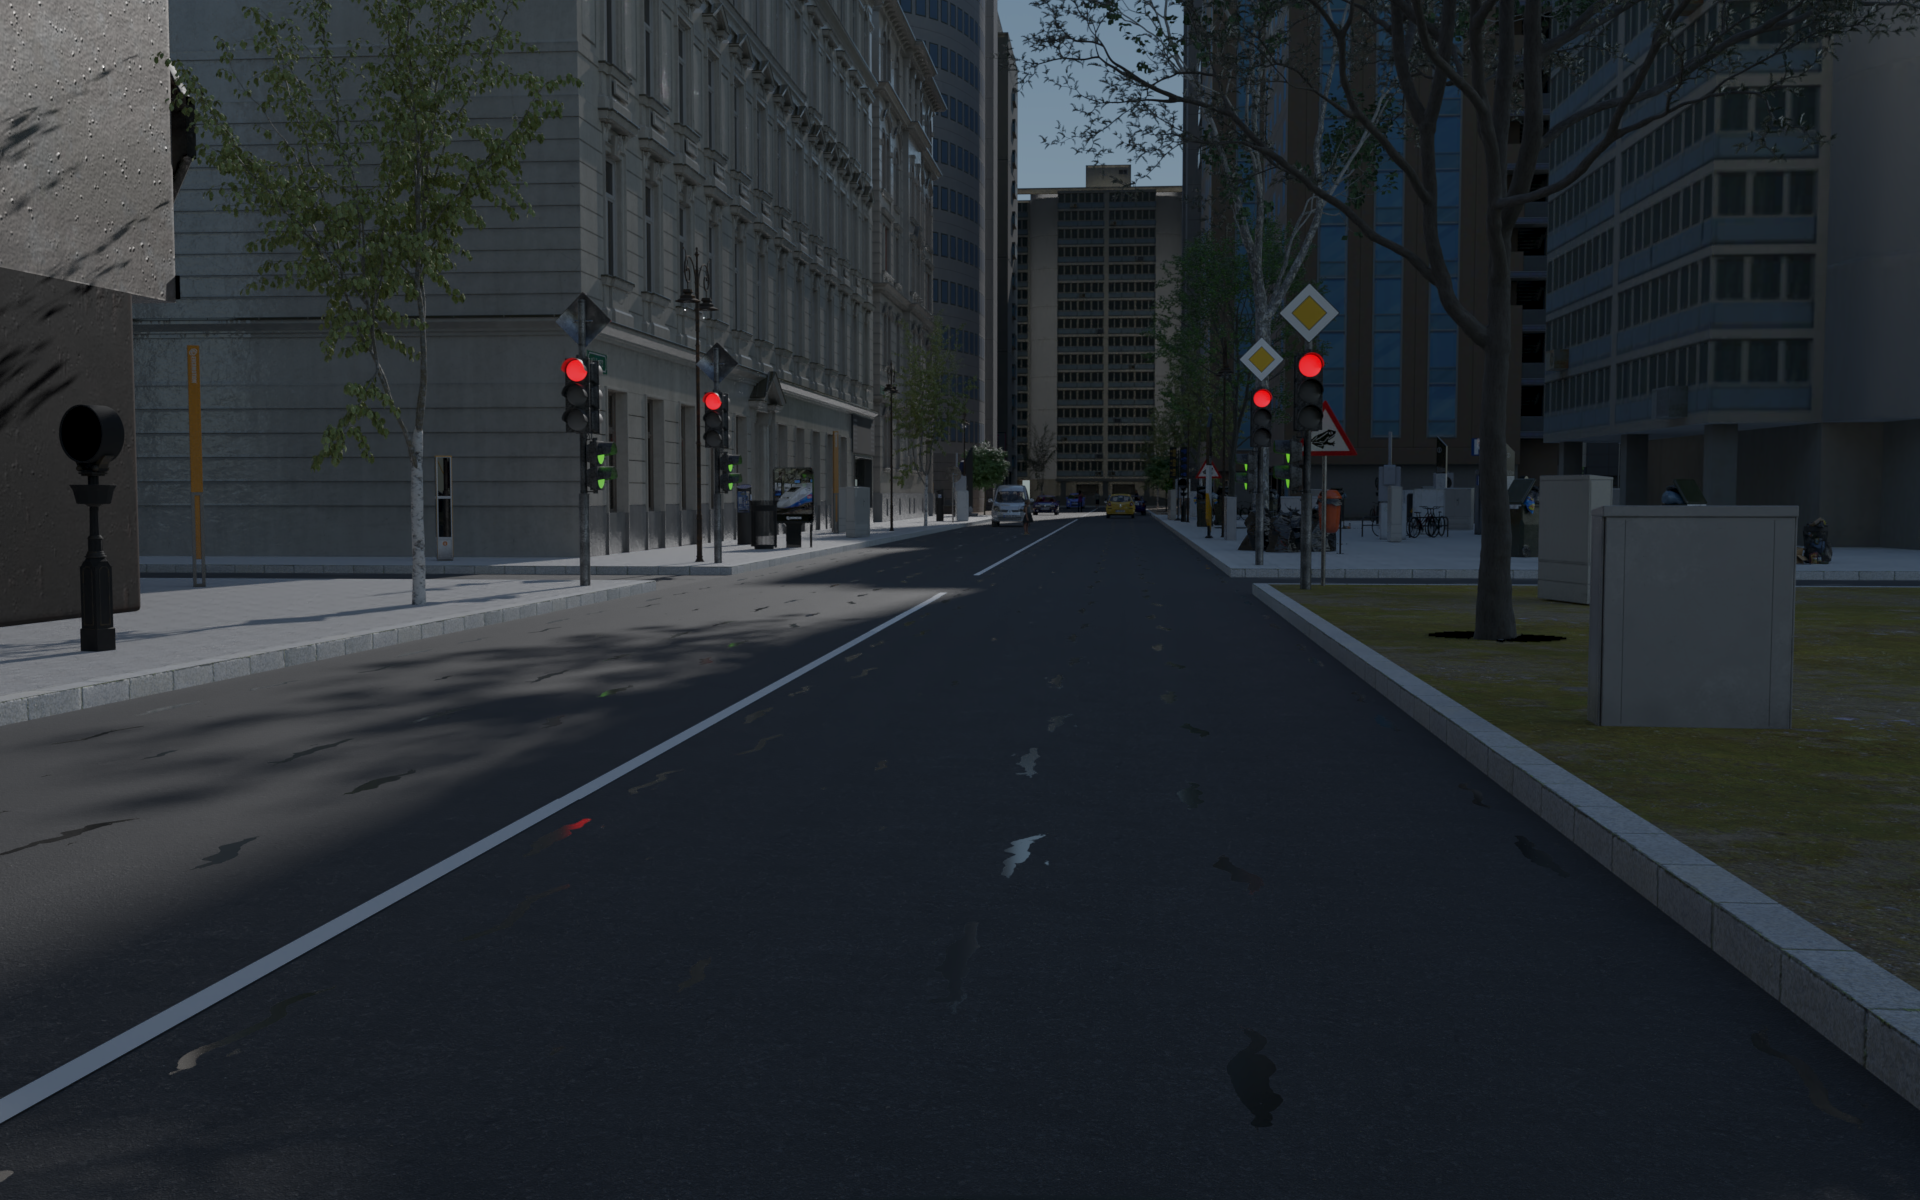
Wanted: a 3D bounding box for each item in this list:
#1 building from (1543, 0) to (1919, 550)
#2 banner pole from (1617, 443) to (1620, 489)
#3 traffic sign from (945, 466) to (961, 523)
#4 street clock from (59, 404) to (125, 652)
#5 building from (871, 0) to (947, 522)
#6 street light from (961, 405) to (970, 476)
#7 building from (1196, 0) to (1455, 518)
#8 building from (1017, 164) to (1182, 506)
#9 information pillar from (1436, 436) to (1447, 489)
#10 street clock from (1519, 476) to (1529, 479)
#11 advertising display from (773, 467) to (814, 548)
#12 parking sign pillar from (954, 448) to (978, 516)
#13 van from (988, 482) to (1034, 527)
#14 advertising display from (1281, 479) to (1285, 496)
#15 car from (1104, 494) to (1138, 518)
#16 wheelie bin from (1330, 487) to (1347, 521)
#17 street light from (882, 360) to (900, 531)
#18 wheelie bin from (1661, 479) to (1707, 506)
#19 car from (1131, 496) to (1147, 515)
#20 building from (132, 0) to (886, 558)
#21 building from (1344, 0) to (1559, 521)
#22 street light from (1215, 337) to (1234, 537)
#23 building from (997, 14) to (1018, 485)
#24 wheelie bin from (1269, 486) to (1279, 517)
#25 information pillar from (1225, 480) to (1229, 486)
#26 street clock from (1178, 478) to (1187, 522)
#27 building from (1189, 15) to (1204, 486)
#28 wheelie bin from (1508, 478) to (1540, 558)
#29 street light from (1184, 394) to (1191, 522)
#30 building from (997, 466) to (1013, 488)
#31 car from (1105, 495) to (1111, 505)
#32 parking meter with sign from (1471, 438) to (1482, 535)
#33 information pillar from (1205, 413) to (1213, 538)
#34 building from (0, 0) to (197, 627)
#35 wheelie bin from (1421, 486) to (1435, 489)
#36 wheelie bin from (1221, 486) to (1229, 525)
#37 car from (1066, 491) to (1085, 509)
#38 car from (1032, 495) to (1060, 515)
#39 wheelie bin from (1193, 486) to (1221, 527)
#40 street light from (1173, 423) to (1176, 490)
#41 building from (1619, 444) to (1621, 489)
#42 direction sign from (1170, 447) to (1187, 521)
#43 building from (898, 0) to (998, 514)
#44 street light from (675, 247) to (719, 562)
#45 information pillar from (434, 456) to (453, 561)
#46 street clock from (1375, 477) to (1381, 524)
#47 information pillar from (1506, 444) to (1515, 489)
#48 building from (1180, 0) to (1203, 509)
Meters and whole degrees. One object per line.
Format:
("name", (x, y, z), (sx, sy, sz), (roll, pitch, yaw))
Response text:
("building", (30.165, -21.668, 46.146), (23.993, 40.220, 32.217), (0, 4, 5))
("banner pole", (29.822, -5.412, 78.497), (0.401, 3.779, 0.863), (1, 4, 20))
("traffic sign", (-0.317, -4.769, 78.071), (0.768, 2.556, 0.104), (1, 4, 14))
("street clock", (-7.064, -0.585, 14.137), (0.471, 2.002, 0.358), (1, 4, 21))
("building", (-8.674, -18.483, 89.582), (14.401, 28.519, 23.554), (0, 4, 5))
("street light", (0.223, -6.998, 87.208), (0.468, 5.910, 1.993), (0, 4, 5))
("building", (22.871, -28.241, 111.855), (14.600, 45.320, 14.200), (0, 4, 5))
("building", (17.591, -31.508, 207.037), (23.993, 40.220, 32.217), (0, 4, 5))
("information pillar", (19.425, -4.805, 69.922), (0.183, 3.616, 0.504), (-3, 4, -37))
("street clock", (22.257, -3.902, 68.371), (0.358, 2.002, 0.471), (3, 5, 45))
("advertising display", (-3.983, -2.215, 41.426), (0.974, 1.923, 0.123), (-1, 4, -14))
("parking sign pillar", (0.346, -6.821, 99.989), (1.447, 3.967, 1.447), (1, 4, 19))
("van", (2.290, -4.289, 77.137), (2.013, 2.044, 4.112), (0, 4, 4))
("advertising display", (13.414, -4.082, 71.952), (0.123, 1.923, 0.974), (1, 4, 9))
("car", (9.592, -5.695, 103.340), (2.015, 1.641, 3.980), (0, 4, 6))
("wheelie bin", (17.741, -4.499, 81.459), (0.980, 1.594, 0.693), (-1, 4, -21))
("street light", (-2.371, -5.330, 59.928), (0.468, 5.910, 1.993), (0, 4, 5))
("wheelie bin", (15.099, -1.731, 36.214), (0.980, 1.594, 0.693), (-2, 4, -28))
("car", (11.711, -6.407, 117.341), (1.945, 1.354, 3.894), (0, 4, 4))
("building", (-13.407, -17.104, 56.058), (17.030, 29.872, 44.131), (0, 4, 5))
("building", (23.033, -26.786, 88.060), (14.600, 45.320, 14.200), (0, 4, 5))
("street light", (7.789, -4.787, 51.057), (0.468, 5.910, 1.993), (0, 4, 5))
("building", (-5.468, -33.459, 170.751), (21.600, 48.544, 21.300), (0, 4, 5))
("wheelie bin", (12.036, -3.649, 67.569), (0.693, 1.594, 0.980), (2, 4, 27))
("information pillar", (13.908, -5.246, 90.271), (0.304, 2.012, 0.304), (2, 4, 33))
("street clock", (10.261, -4.580, 79.452), (0.471, 2.002, 0.358), (3, 5, 42))
("building", (29.856, -31.435, 133.563), (23.786, 49.044, 30.456), (0, 4, 5))
("wheelie bin", (11.470, -1.675, 35.294), (0.693, 1.594, 0.980), (-1, 4, -22))
("street light", (10.291, -6.438, 78.043), (0.468, 5.910, 1.993), (0, 4, 5))
("building", (-6.021, -43.244, 145.289), (20.563, 71.187, 20.611), (0, 4, 5))
("car", (12.882, -7.976, 142.416), (2.014, 1.417, 4.499), (0, 4, 7))
("parking meter with sign", (16.583, -3.579, 54.775), (0.543, 3.016, 1.738), (2, 4, 26))
("information pillar", (7.207, -3.595, 50.137), (0.183, 3.616, 0.504), (1, 4, 18))
("building", (-17.796, -8.969, 14.097), (16.811, 18.784, 16.820), (0, 4, 5))
("wheelie bin", (18.366, -3.686, 68.178), (0.980, 1.594, 0.693), (-2, 4, -28))
("wheelie bin", (10.814, -3.846, 70.793), (0.980, 1.594, 0.693), (-3, 4, -38))
("car", (11.363, -9.817, 170.099), (1.945, 1.707, 3.694), (0, 4, 7))
("car", (5.919, -6.518, 119.145), (1.945, 1.354, 3.894), (0, 4, 5))
("wheelie bin", (9.611, -3.662, 67.779), (0.980, 1.594, 0.693), (1, 4, 12))
("street light", (12.985, -8.091, 105.077), (0.468, 5.910, 1.993), (0, 4, 5))
("building", (61.659, -44.422, 164.556), (20.611, 71.187, 20.563), (0, 4, 5))
("direction sign", (10.518, -5.594, 83.462), (0.876, 3.537, 0.379), (2, 4, 26))
("building", (-8.859, -35.424, 121.173), (21.231, 58.520, 28.212), (0, 4, 5))
("street light", (-4.926, -3.657, 32.584), (0.468, 5.910, 1.993), (0, 4, 5))
("information pillar", (-9.905, -1.757, 33.226), (0.304, 2.012, 0.304), (-1, 4, -22))
("street clock", (17.915, -4.248, 74.018), (0.358, 2.002, 0.471), (0, 4, -7))
("information pillar", (25.185, -5.389, 79.469), (0.504, 3.616, 0.183), (-1, 4, -15))
("building", (31.417, -37.953, 162.536), (21.231, 58.520, 28.212), (0, 4, 5))
